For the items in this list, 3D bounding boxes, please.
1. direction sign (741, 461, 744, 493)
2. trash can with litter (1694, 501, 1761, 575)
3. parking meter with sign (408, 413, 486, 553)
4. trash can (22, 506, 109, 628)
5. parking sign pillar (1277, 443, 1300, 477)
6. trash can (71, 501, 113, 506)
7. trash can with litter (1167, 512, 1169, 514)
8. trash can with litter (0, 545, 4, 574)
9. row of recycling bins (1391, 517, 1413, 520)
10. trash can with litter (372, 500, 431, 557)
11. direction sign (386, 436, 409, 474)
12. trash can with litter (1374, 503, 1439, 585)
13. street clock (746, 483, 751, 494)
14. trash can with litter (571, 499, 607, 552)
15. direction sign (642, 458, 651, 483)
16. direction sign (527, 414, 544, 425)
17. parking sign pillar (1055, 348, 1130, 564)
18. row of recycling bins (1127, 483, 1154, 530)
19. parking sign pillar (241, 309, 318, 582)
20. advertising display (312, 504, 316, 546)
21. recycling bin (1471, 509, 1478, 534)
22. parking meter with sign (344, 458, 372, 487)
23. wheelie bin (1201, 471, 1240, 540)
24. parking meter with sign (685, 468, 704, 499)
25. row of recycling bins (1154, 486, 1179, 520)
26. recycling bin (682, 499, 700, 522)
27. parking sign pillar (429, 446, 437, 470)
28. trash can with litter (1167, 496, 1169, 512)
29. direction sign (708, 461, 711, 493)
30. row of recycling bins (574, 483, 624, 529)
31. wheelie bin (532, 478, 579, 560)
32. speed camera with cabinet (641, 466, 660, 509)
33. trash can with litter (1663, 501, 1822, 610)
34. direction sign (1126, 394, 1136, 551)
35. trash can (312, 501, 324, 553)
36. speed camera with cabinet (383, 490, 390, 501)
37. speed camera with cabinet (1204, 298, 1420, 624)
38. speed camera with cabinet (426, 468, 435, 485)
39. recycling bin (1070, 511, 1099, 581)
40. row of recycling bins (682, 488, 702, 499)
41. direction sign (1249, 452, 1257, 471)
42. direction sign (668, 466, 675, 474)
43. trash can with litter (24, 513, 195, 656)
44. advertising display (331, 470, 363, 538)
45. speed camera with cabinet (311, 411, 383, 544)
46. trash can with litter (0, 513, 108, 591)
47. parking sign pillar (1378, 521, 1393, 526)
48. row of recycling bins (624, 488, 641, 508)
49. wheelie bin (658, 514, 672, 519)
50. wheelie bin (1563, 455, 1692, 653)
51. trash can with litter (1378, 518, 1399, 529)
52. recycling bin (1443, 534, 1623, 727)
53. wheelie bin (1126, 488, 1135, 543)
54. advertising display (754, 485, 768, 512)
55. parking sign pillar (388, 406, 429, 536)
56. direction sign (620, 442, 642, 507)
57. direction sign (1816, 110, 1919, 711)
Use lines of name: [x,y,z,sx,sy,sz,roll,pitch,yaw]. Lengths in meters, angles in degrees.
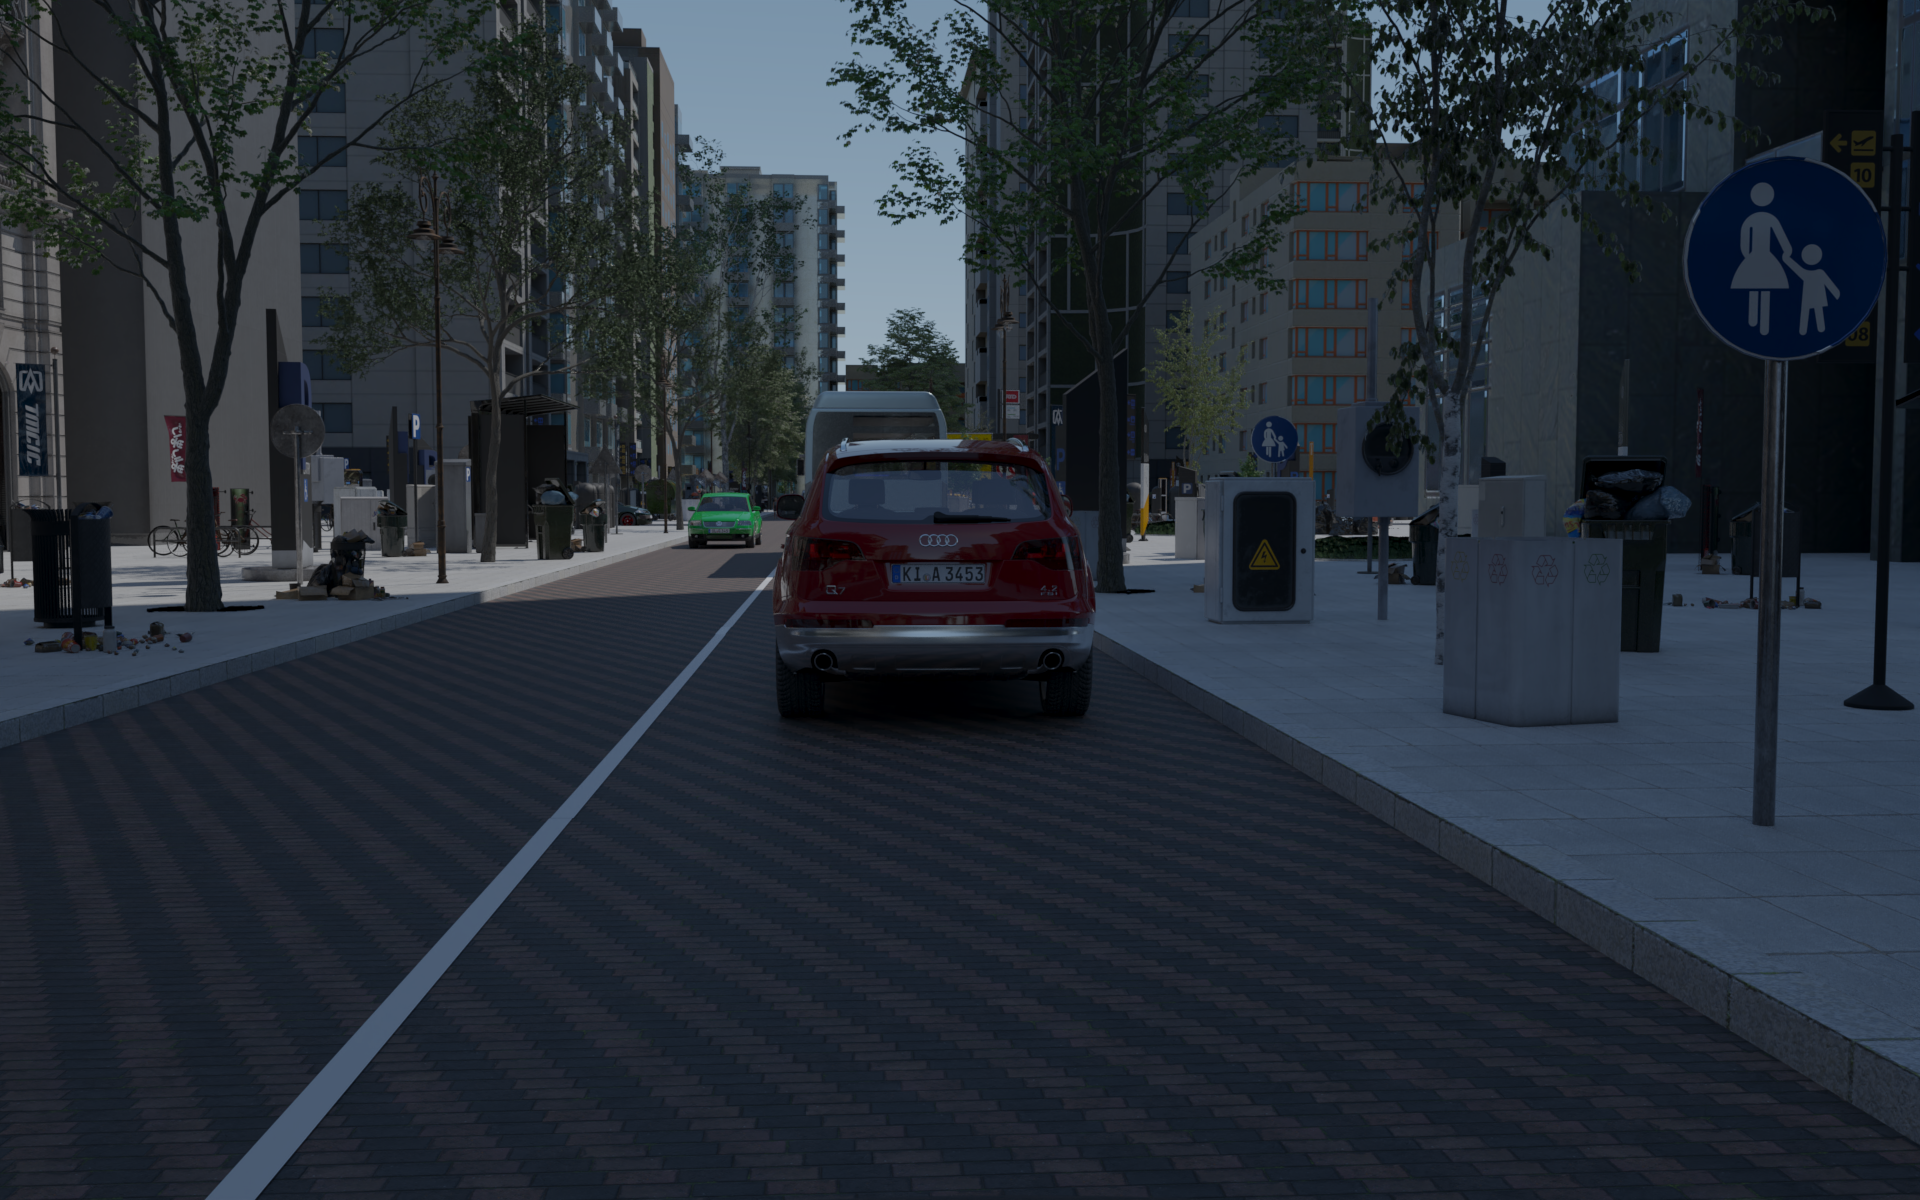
direction sign: [-14.835,-7.725,118.297,0.379,3.537,0.876,-1,4,-16]
trash can with litter: [12.267,-0.988,27.548,1.055,1.170,0.624,1,4,22]
parking meter with sign: [-11.018,-2.532,37.658,1.738,3.016,0.543,0,4,0]
trash can: [-8.615,-0.310,16.724,0.748,1.137,0.748,0,3,0]
parking sign pillar: [12.478,-4.728,65.777,1.447,3.967,1.447,-1,4,-9]
trash can: [-17.374,-1.409,34.691,0.748,1.137,0.748,0,3,0]
trash can with litter: [14.302,-6.264,113.471,2.233,1.210,1.678,1,4,20]
trash can with litter: [-8.626,-0.193,14.551,1.055,1.170,0.624,0,4,4]
row of recycling bins: [21.119,-4.741,84.628,3.534,1.692,1.069,-3,5,-40]
trash can with litter: [-11.434,-1.473,35.468,0.624,1.170,1.055,3,5,41]
direction sign: [-21.734,-4.588,67.005,0.876,3.537,0.379,0,4,3]
trash can with litter: [6.400,-0.803,24.511,1.055,1.170,0.624,2,4,30]
street clock: [-14.318,-6.887,117.172,0.358,2.002,0.471,-3,4,-38]
trash can with litter: [-8.318,-1.642,38.228,1.055,1.170,0.624,1,4,20]
direction sign: [-19.679,-7.166,109.166,0.379,3.537,0.876,-2,4,-35]
direction sign: [-12.060,-3.462,48.596,0.876,3.537,0.379,-3,5,-40]
parking sign pillar: [2.425,-2.662,31.996,1.447,3.967,1.447,-2,4,-26]
row of recycling bins: [5.130,-3.333,61.609,3.534,1.692,1.069,-3,4,-36]
parking sign pillar: [-10.022,-2.291,25.927,1.447,3.967,1.447,-1,4,-13]
advertising display: [-16.212,-2.294,42.721,0.974,1.923,0.123,2,4,31]
recycling bin: [8.914,-0.976,28.504,0.722,1.027,0.722,-1,4,-21]
parking meter with sign: [-29.216,-5.421,84.901,1.738,3.016,0.543,-3,5,-44]
wheelie bin: [3.724,-0.984,23.989,0.693,1.594,0.980,-1,4,-11]
parking meter with sign: [-18.167,-7.377,116.869,1.738,3.016,0.543,1,4,10]
row of recycling bins: [10.558,-4.933,87.770,3.534,1.692,1.069,1,4,10]
recycling bin: [-12.698,-4.202,81.257,0.722,1.027,0.722,-3,5,-42]
parking sign pillar: [-23.389,-5.366,76.210,1.447,3.967,1.447,1,4,20]
trash can with litter: [13.744,-6.403,116.080,1.055,1.170,0.624,-2,4,-31]
direction sign: [-17.133,-7.743,118.592,0.379,3.537,0.876,0,4,8]
row of recycling bins: [-13.570,-3.512,64.531,1.069,1.692,3.534,0,4,2]
wheelie bin: [-7.965,-1.591,33.928,0.693,1.594,0.980,-3,4,-36]
speed camera with cabinet: [-21.595,-7.720,120.563,2.038,3.252,0.660,-1,4,-19]
trash can with litter: [8.850,-0.531,19.735,2.233,1.210,1.678,0,4,7]
direction sign: [3.685,-2.884,39.149,0.379,3.537,0.876,3,5,43]
trash can: [-14.324,-1.610,37.976,0.748,1.137,0.748,0,3,0]
speed camera with cabinet: [-27.814,-5.453,83.500,2.038,3.252,0.660,0,4,-7]
speed camera with cabinet: [3.516,-1.405,17.315,2.038,3.252,0.660,0,4,-8]
speed camera with cabinet: [-34.426,-7.151,111.260,2.038,3.252,0.660,3,4,37]
recycling bin: [1.670,-0.808,25.771,0.722,1.027,0.722,-2,4,-29]
row of recycling bins: [-18.965,-7.075,122.786,1.069,1.692,3.534,1,4,13]
direction sign: [15.737,-6.192,93.237,0.379,3.537,0.876,-2,4,-24]
direction sign: [-23.892,-9.260,143.391,0.379,3.537,0.876,-3,5,-41]
trash can with litter: [-7.101,-0.227,14.774,1.678,1.210,2.233,0,4,0]
advertising display: [-16.600,-2.549,46.894,0.974,1.923,0.123,1,4,18]
speed camera with cabinet: [-14.582,-2.848,40.903,2.038,3.252,0.660,3,5,39]
trash can with litter: [-13.334,-0.792,24.000,2.233,1.210,1.678,-3,5,-44]
parking sign pillar: [16.704,-4.970,69.725,1.447,3.967,1.447,-2,4,-26]
row of recycling bins: [-22.426,-6.749,117.456,1.069,1.692,3.534,-1,4,-22]
wheelie bin: [-15.063,-4.940,88.683,0.980,1.594,0.693,1,4,23]
wheelie bin: [5.473,-0.386,14.216,0.980,1.594,0.693,1,4,14]
trash can with litter: [15.086,-3.262,64.391,1.678,1.210,2.233,-2,4,-33]
recycling bin: [3.270,0.161,9.926,0.722,1.027,0.722,-1,4,-19]
wheelie bin: [4.169,-2.304,45.584,0.693,1.594,0.980,-2,4,-27]
advertising display: [-14.345,-7.329,125.050,0.974,1.923,0.123,-1,4,-21]
parking sign pillar: [-17.482,-4.001,53.893,1.447,3.967,1.447,-2,4,-24]
direction sign: [-14.548,-5.129,75.864,0.876,3.537,0.379,-3,5,-43]
direction sign: [5.536,-1.121,10.330,0.876,3.537,0.379,0,4,-2]
